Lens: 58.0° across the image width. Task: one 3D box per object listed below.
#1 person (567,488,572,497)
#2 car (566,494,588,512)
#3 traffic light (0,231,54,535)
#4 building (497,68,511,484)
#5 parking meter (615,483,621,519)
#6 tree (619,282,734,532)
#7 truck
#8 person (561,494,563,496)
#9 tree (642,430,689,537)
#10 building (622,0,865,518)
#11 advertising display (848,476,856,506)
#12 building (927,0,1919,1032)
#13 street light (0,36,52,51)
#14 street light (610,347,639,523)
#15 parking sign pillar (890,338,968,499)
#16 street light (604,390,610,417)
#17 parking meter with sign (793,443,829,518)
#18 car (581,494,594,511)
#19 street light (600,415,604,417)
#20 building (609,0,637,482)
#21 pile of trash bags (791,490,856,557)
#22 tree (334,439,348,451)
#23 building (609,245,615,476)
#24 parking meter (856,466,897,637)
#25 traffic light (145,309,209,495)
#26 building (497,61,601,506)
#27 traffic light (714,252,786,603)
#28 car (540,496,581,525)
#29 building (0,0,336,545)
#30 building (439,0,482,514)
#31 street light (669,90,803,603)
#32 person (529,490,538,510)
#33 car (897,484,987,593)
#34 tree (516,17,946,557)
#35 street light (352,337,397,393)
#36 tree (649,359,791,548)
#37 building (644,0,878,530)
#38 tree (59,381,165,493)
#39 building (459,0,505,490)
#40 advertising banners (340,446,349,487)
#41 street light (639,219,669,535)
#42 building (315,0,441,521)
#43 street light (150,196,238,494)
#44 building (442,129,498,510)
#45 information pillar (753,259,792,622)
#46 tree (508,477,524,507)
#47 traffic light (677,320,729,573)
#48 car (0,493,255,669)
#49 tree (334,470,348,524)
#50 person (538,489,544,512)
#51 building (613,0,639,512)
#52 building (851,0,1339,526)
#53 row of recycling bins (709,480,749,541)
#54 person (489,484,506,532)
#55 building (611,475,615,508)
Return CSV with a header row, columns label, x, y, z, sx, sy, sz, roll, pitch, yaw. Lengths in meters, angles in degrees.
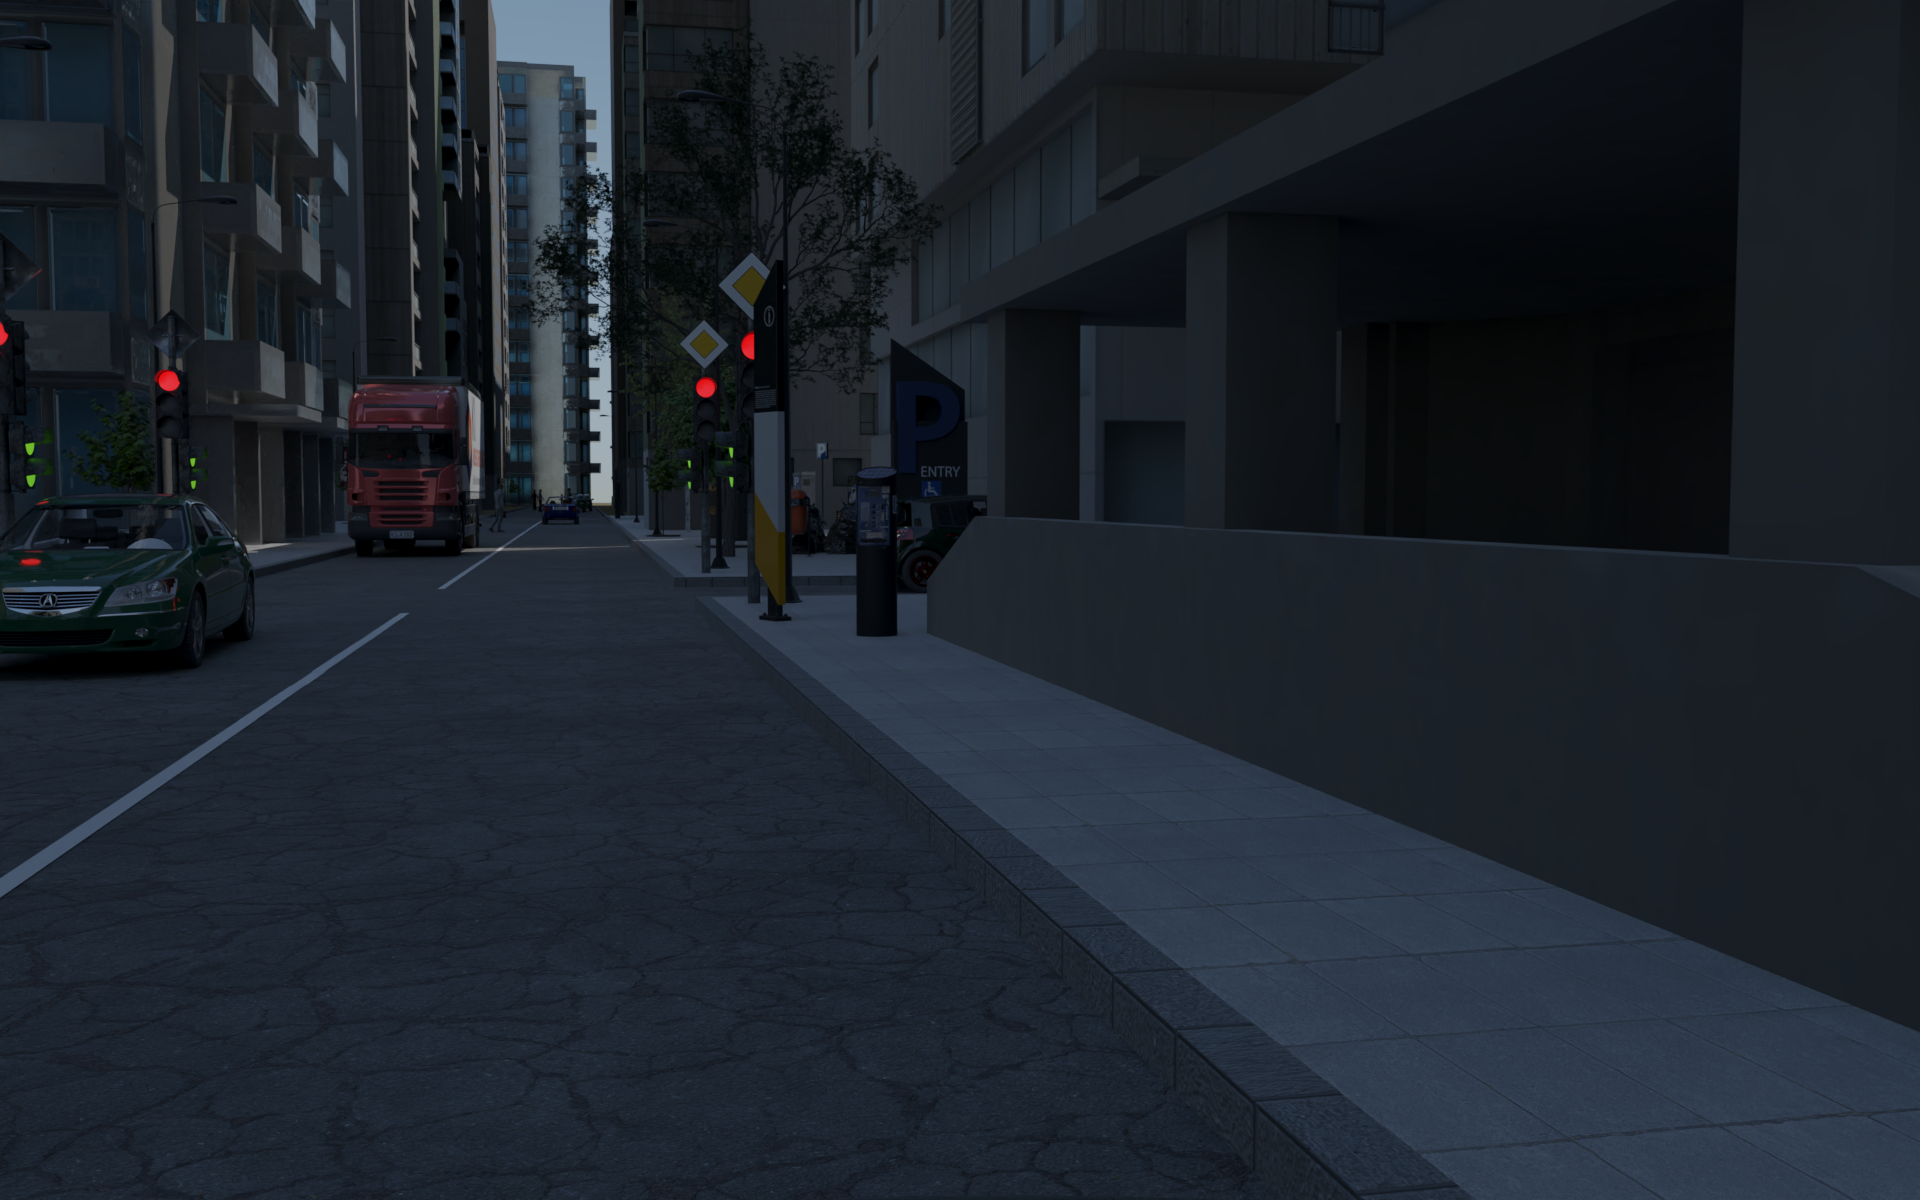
label,x,y,z,sx,sy,sz,roll,pitch,yaw
person,-24.269,-6.045,107.436,0.705,1.812,1.348,-1,4,-20
car,-30.352,-7.608,136.185,2.131,1.459,4.920,-1,4,-12
traffic light,-10.215,-1.812,18.540,0.839,4.253,0.868,-1,4,-12
building,-50.295,-29.427,164.727,14.086,41.232,14.154,-1,4,-12
parking meter,-17.960,-5.206,90.830,0.255,1.863,0.399,-1,4,-17
tree,-9.205,-6.577,57.897,4.737,8.622,4.395,0,3,0
truck,-13.499,-3.333,43.412,2.839,4.237,11.283,-1,4,-12
person,-35.391,-8.692,153.871,0.557,1.426,1.065,-1,4,-14
tree,-8.975,-3.519,52.130,1.663,3.219,1.824,0,3,0
building,-14.386,-20.743,110.849,14.160,30.474,14.107,-1,4,-12
advertising display,-3.704,-3.425,61.212,0.123,1.923,0.974,-2,4,-30
building,16.913,-19.543,11.405,32.217,40.220,23.993,-1,4,-12
street light,-9.923,-2.759,17.645,1.470,5.913,1.316,-1,4,-12
street light,-9.970,-4.966,53.733,1.470,5.913,1.316,-1,4,-12
parking sign pillar,-0.536,-2.546,30.093,1.447,3.967,1.447,-1,4,-10
street light,-15.058,-6.424,77.567,1.470,5.913,1.316,-1,4,-12
parking meter with sign,-5.283,-3.808,58.520,1.738,3.016,0.543,-3,5,-43
car,-31.503,-8.086,143.996,2.131,1.459,4.920,-1,4,-12
street light,-20.364,-7.884,101.437,1.470,5.913,1.316,-1,4,-12
building,-22.132,-30.327,145.959,14.600,45.320,14.200,-1,4,-12
pile of trash bags,-3.015,-1.667,37.004,1.912,1.369,3.447,1,4,13
tree,-22.664,-5.110,67.264,4.285,4.588,4.351,0,3,0
building,-31.642,-25.716,192.161,14.107,30.474,14.160,-1,4,-12
parking meter,-0.754,-0.445,15.684,0.372,1.533,0.369,0,3,0
traffic light,-11.922,-2.289,26.341,0.839,4.253,0.868,-1,4,-12
building,-55.354,-34.922,190.587,30.456,49.044,23.786,-1,4,-12
traffic light,-2.441,-1.916,20.251,0.839,4.253,0.868,-1,4,-12
car,-19.090,-4.295,82.810,1.945,1.354,3.894,-1,4,-13
building,-28.185,-25.888,42.881,23.786,49.044,30.456,-1,4,-12
building,-42.519,-48.805,110.641,22.319,86.520,31.000,-1,4,-12
street light,-2.570,-2.916,20.211,1.470,5.913,1.316,-1,4,-12
person,-37.727,-8.868,153.454,1.348,1.831,0.705,3,5,44
car,0.662,-0.993,26.019,4.222,1.686,2.009,-1,4,-12
tree,-4.705,-6.139,34.783,8.767,10.594,7.601,-1,4,-9
street light,-17.351,-4.818,51.322,1.470,5.913,1.316,-1,4,-12
tree,-5.743,-3.547,41.703,4.285,4.588,4.351,0,3,0
building,-5.608,-18.155,68.531,14.160,30.474,14.107,-1,4,-12
tree,-14.044,-2.128,29.396,1.663,3.219,1.824,0,3,0
building,-47.151,-30.536,149.375,14.600,45.320,14.200,-1,4,-12
advertising banners,-22.136,-4.150,64.040,0.090,3.025,2.074,2,4,34
street light,-4.679,-3.488,29.568,1.470,5.913,1.316,-1,4,-12
building,-33.326,-24.572,85.354,14.154,41.232,14.086,-1,4,-12
street light,-11.954,-3.333,27.038,1.470,5.913,1.316,-1,4,-12
building,-44.074,-22.268,135.779,14.160,30.474,14.107,-1,4,-12
information pillar,-1.926,-1.603,17.558,0.183,3.616,0.504,-3,4,-36
tree,-45.306,-11.058,175.398,1.663,3.219,1.824,0,3,0
traffic light,-4.148,-2.393,28.052,0.839,4.253,0.868,-1,4,-12
car,-7.525,-0.226,15.496,2.131,1.459,4.920,-1,4,-14
tree,-26.238,-4.905,74.806,1.663,3.219,1.824,0,3,0
person,-33.688,-7.992,139.153,0.705,1.826,1.348,0,4,3
building,-15.372,-42.190,128.062,20.563,71.187,20.611,-1,4,-12
building,12.064,-27.783,43.493,27.495,52.752,28.713,-1,4,-12
row of recycling bins,-6.392,-2.556,48.901,1.069,1.692,3.534,-1,4,-18
person,-17.385,-3.475,65.433,0.709,1.813,0.853,3,4,39
building,-17.319,-29.059,166.996,32.217,40.220,23.993,-1,4,-12
